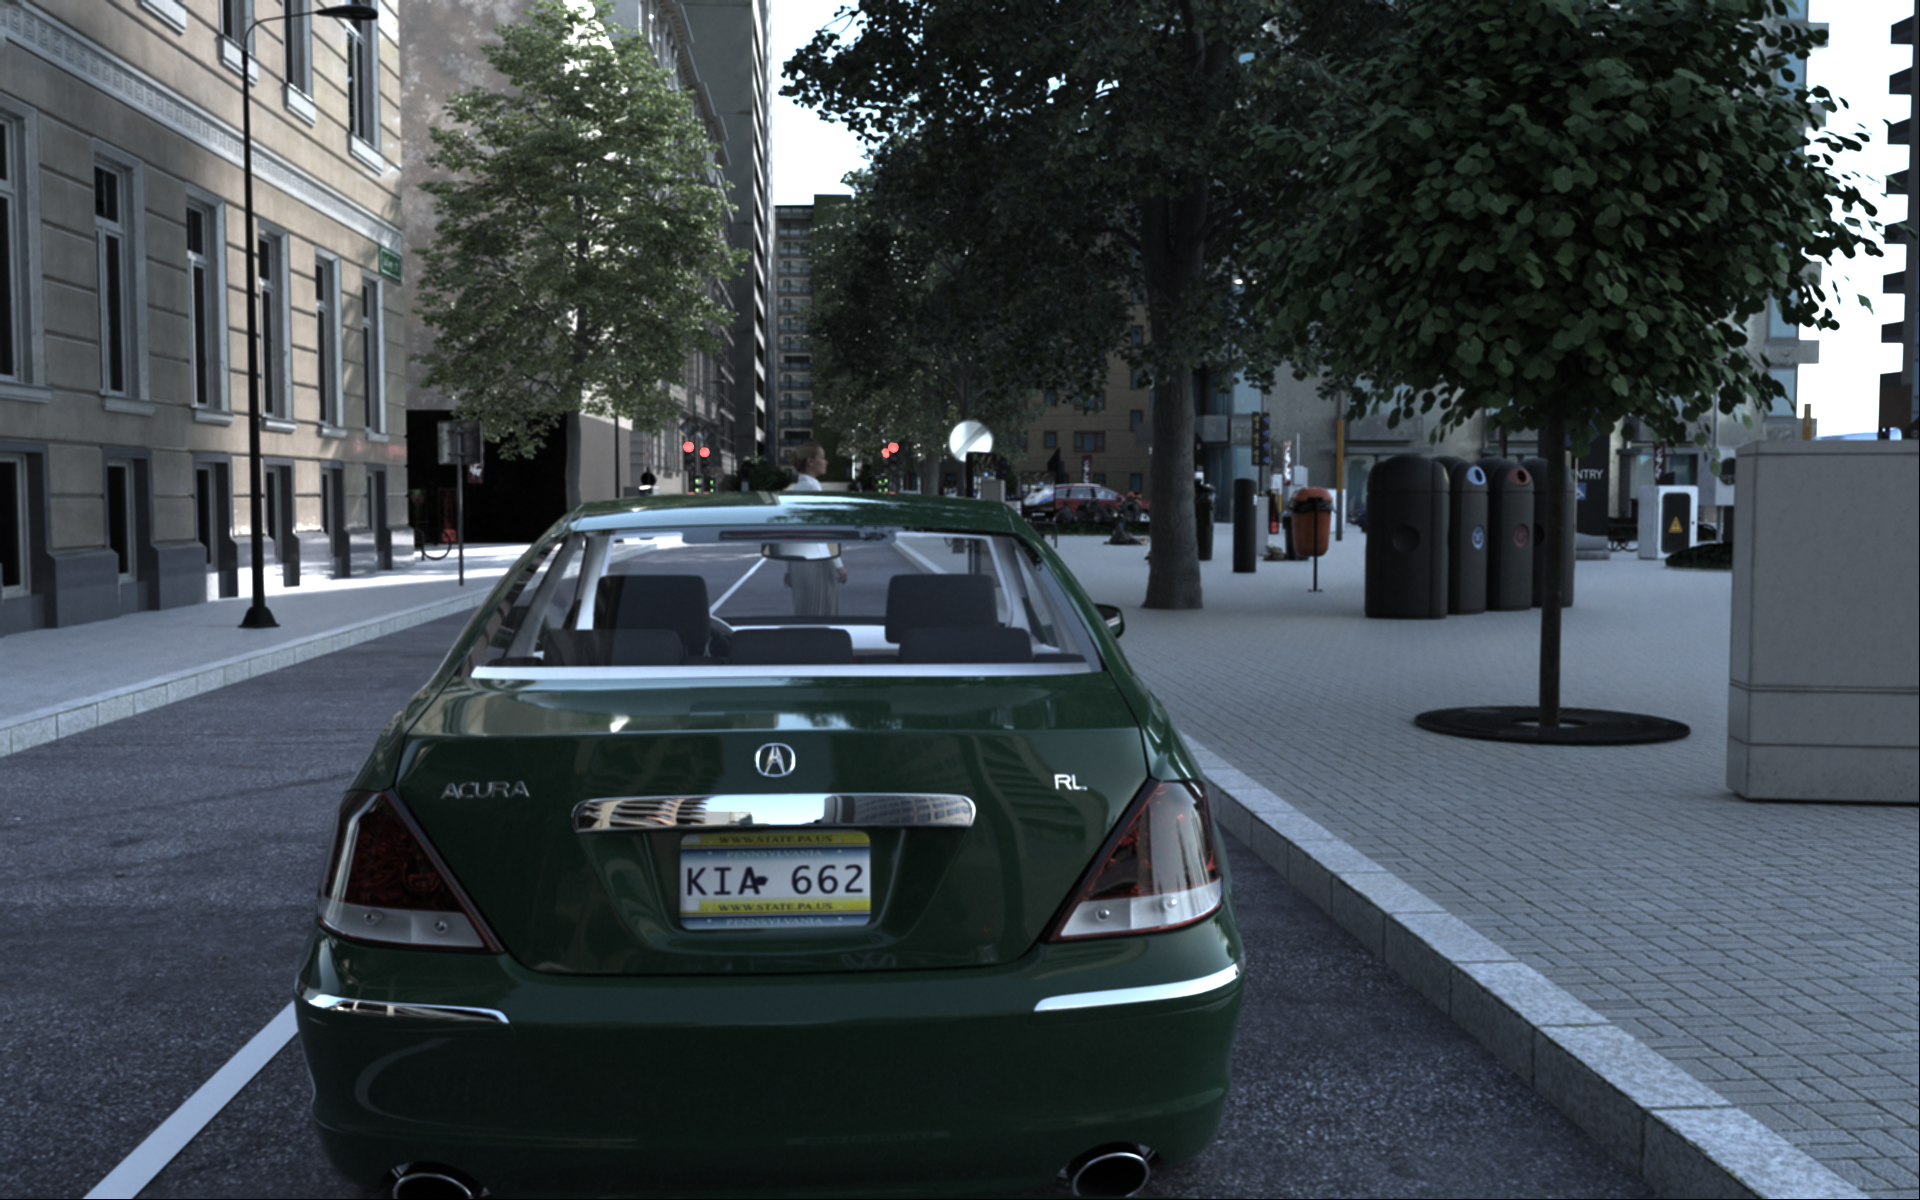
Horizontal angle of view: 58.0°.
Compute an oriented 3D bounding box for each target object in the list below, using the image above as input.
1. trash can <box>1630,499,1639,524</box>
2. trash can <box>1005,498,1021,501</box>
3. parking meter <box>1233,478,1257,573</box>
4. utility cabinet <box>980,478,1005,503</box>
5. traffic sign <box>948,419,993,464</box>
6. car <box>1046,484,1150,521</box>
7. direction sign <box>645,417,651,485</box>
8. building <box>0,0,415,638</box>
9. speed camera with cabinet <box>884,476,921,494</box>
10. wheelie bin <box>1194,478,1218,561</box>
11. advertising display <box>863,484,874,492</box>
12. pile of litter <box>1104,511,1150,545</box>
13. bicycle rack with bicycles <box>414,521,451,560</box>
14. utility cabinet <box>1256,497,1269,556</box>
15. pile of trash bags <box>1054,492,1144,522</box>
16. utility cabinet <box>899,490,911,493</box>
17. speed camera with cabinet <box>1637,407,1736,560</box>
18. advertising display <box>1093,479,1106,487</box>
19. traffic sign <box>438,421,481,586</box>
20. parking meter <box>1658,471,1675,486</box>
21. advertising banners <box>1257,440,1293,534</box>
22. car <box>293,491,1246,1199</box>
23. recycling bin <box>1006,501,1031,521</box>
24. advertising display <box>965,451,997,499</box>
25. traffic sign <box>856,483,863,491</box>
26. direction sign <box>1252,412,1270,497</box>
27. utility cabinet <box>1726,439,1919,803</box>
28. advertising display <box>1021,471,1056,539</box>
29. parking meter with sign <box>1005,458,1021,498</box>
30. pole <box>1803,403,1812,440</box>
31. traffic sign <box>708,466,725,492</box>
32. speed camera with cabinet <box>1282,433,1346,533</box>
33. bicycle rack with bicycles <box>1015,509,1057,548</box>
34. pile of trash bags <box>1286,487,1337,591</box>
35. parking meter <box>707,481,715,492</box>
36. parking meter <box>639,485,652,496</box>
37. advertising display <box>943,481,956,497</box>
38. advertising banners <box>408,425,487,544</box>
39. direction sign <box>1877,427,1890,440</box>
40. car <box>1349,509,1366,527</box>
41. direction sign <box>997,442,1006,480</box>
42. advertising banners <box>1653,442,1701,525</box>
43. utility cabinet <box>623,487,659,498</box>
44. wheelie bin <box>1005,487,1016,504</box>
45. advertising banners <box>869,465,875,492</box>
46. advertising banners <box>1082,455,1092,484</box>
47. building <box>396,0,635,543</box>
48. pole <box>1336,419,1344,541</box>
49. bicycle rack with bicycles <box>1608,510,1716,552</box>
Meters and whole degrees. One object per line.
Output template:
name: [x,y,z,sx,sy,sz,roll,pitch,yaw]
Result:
trash can: [21.682,-2.661,55.158,0.748,1.137,0.748,0,3,0]
trash can: [2.191,-3.654,71.391,0.748,1.137,0.748,0,3,0]
parking meter: [4.659,-1.218,28.325,0.372,1.533,0.369,0,3,0]
utility cabinet: [0.475,-0.962,24.404,0.318,1.500,1.173,0,4,4]
traffic sign: [0.181,-1.806,29.631,0.768,2.556,0.104,0,4,-1]
car: [5.300,-3.588,67.331,5.304,1.827,2.281,0,4,-3]
direction sign: [-9.032,-3.559,50.187,0.379,3.537,0.876,0,4,-1]
building: [-15.146,-14.299,19.694,13.634,28.700,20.117,0,4,-4]
speed camera with cabinet: [-3.073,-5.904,90.858,2.038,3.252,0.660,0,4,-8]
wheelie bin: [4.625,-1.571,33.589,0.693,1.594,0.980,1,4,15]
advertising display: [-5.864,-6.458,110.803,0.123,1.923,0.974,3,4,37]
pile of litter: [4.252,-1.844,44.113,1.176,0.858,1.719,0,4,3]
bicycle rack with bicycles: [-11.489,-1.189,32.817,2.925,0.926,2.852,0,4,7]
utility cabinet: [6.164,-1.537,36.300,0.306,1.237,1.020,0,4,-8]
pile of trash bags: [5.142,-3.223,62.443,3.447,1.369,1.912,-2,4,-32]
utility cabinet: [-3.362,-5.632,100.759,1.173,1.500,0.318,-3,5,-44]
speed camera with cabinet: [14.397,-2.431,34.079,2.038,3.252,0.660,-1,4,-17]
advertising display: [6.184,-4.390,76.988,0.123,1.923,0.974,2,4,34]
traffic sign: [-6.969,-1.347,24.151,0.606,2.300,0.079,0,4,2]
parking meter: [18.182,-2.381,44.647,0.399,1.863,0.255,1,4,11]
advertising banners: [10.033,-3.622,55.407,2.074,3.025,0.090,-3,5,-43]
car: [-0.470,0.409,5.111,2.131,1.459,4.920,0,4,-4]
recycling bin: [2.112,-3.025,62.007,0.722,1.027,0.722,-2,4,-34]
advertising display: [0.327,-1.300,26.469,0.123,1.923,0.974,1,4,23]
traffic sign: [-8.145,-8.635,141.290,0.768,2.556,0.104,0,4,-2]
direction sign: [8.312,-3.422,47.946,0.379,3.537,0.876,3,5,40]
utility cabinet: [3.861,0.091,7.199,1.173,1.500,0.318,1,4,9]
advertising display: [2.206,-2.672,48.902,0.974,1.923,0.123,0,4,-6]
parking meter with sign: [2.790,-4.693,72.997,1.738,3.016,0.543,0,4,5]
pole: [18.974,-2.753,38.861,0.158,3.312,0.155,0,3,0]
traffic sign: [-11.166,-4.856,79.501,0.768,2.556,0.104,0,4,2]
speed camera with cabinet: [11.625,-3.826,56.889,2.038,3.252,0.660,-1,4,-14]
bicycle rack with bicycles: [1.092,-1.722,41.537,2.852,0.926,2.925,-1,4,-17]
pile of trash bags: [6.082,-0.818,23.119,3.447,1.369,1.912,0,4,-3]
parking meter: [-10.647,-4.166,73.824,0.399,1.863,0.255,-2,4,-30]
parking meter: [-8.818,-2.459,48.618,0.372,1.533,0.369,0,3,0]
advertising display: [-0.324,-4.867,84.793,0.974,1.923,0.123,0,4,7]
advertising banners: [-13.076,-2.931,44.117,2.074,3.025,0.090,0,4,-5]
direction sign: [31.520,-4.110,59.189,0.379,3.537,0.876,0,4,5]
car: [17.481,-3.428,68.626,3.894,1.354,1.945,0,4,-4]
direction sign: [1.716,-5.029,74.221,0.379,3.537,0.876,-3,4,-36]
advertising banners: [23.514,-3.713,56.889,0.090,3.025,2.074,-1,4,-22]
utility cabinet: [-9.689,-2.695,52.738,1.173,1.500,0.318,2,4,31]
wheelie bin: [2.862,-5.629,99.942,0.980,1.594,0.693,3,5,45]
advertising banners: [-5.312,-6.526,102.887,0.090,3.025,2.074,-1,4,-16]
advertising banners: [5.086,-5.034,78.490,2.074,3.025,0.090,2,4,35]
building: [-19.108,-11.309,52.353,16.811,18.784,16.820,0,4,-4]
pole: [10.396,-3.277,47.418,0.158,3.312,0.155,0,3,0]
bicycle rack with bicycles: [14.856,-1.512,38.111,2.925,0.926,2.852,3,5,39]
